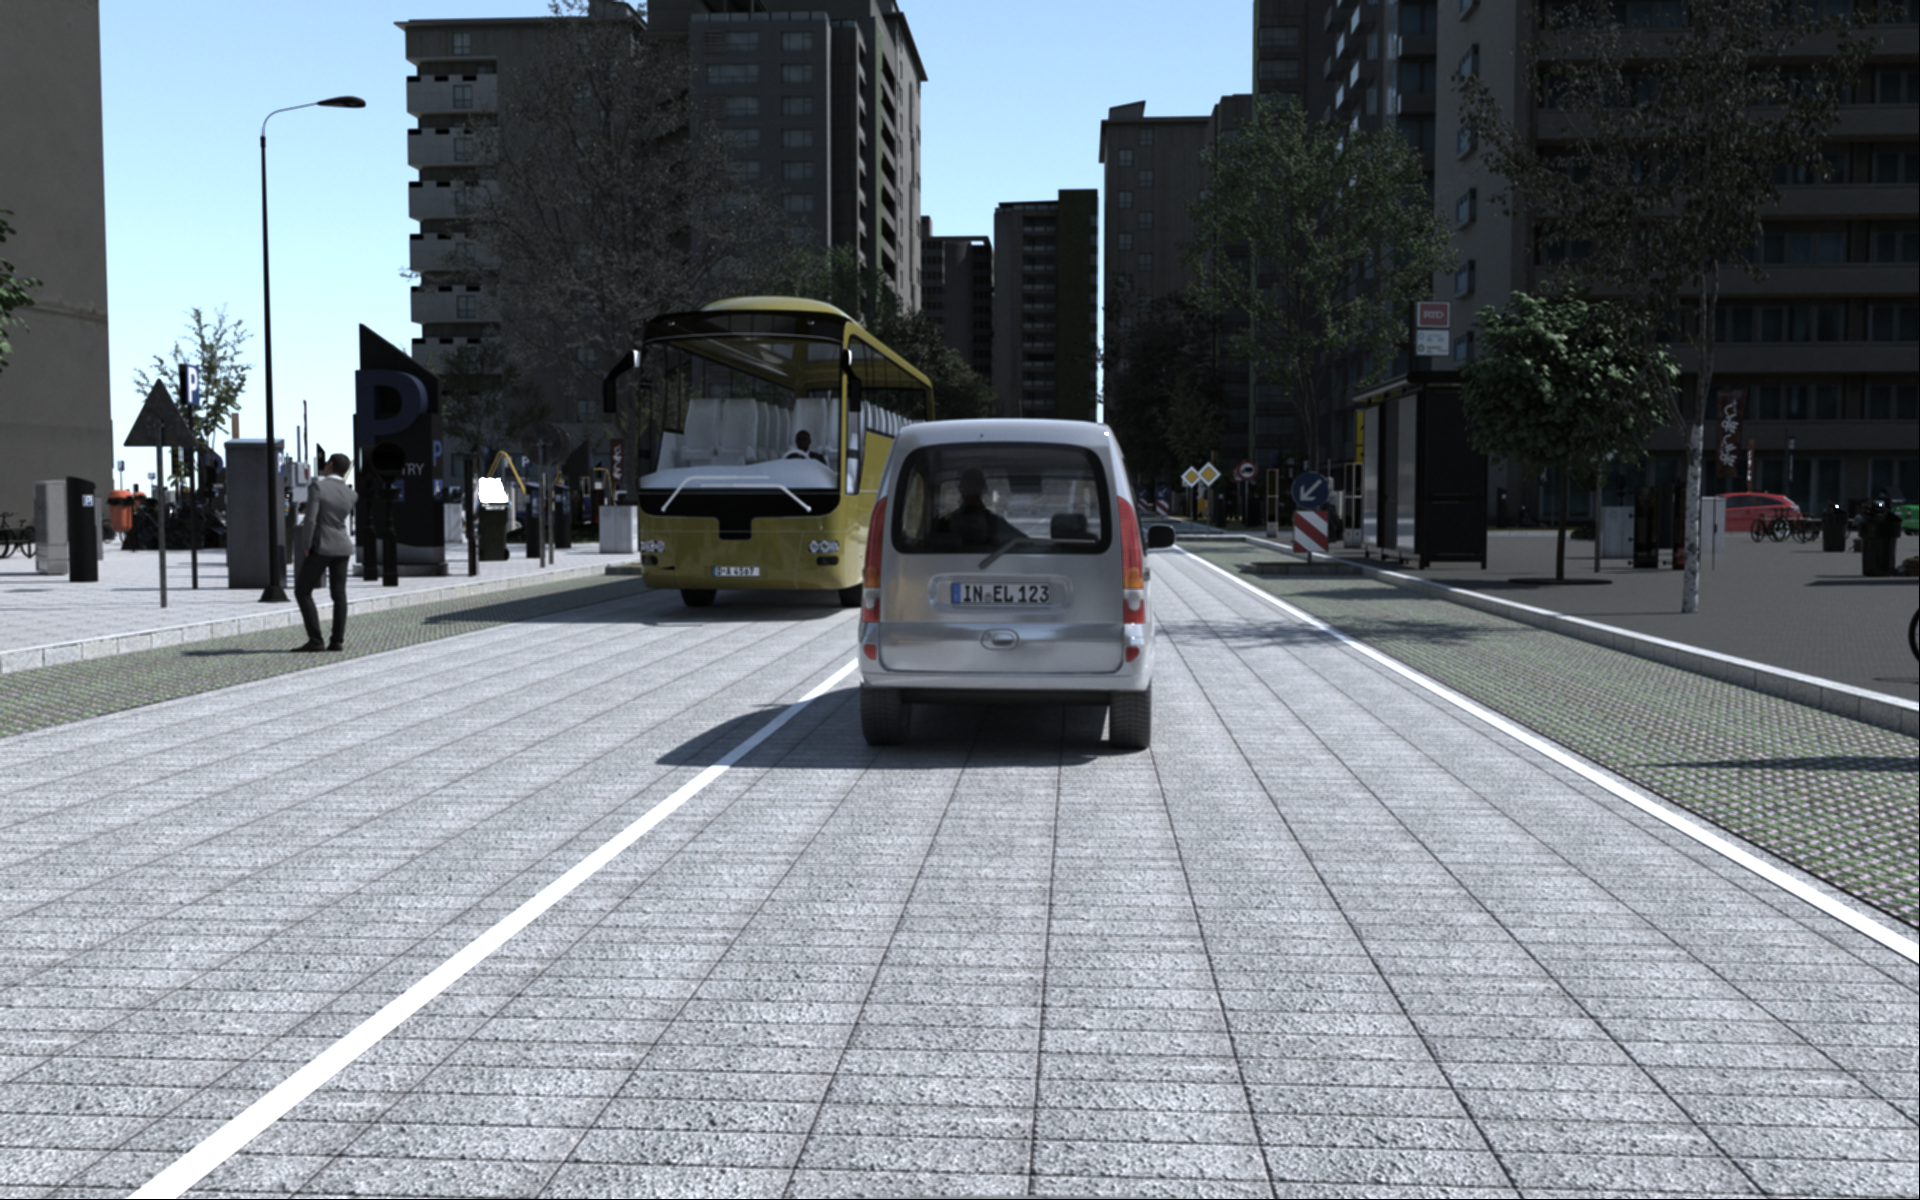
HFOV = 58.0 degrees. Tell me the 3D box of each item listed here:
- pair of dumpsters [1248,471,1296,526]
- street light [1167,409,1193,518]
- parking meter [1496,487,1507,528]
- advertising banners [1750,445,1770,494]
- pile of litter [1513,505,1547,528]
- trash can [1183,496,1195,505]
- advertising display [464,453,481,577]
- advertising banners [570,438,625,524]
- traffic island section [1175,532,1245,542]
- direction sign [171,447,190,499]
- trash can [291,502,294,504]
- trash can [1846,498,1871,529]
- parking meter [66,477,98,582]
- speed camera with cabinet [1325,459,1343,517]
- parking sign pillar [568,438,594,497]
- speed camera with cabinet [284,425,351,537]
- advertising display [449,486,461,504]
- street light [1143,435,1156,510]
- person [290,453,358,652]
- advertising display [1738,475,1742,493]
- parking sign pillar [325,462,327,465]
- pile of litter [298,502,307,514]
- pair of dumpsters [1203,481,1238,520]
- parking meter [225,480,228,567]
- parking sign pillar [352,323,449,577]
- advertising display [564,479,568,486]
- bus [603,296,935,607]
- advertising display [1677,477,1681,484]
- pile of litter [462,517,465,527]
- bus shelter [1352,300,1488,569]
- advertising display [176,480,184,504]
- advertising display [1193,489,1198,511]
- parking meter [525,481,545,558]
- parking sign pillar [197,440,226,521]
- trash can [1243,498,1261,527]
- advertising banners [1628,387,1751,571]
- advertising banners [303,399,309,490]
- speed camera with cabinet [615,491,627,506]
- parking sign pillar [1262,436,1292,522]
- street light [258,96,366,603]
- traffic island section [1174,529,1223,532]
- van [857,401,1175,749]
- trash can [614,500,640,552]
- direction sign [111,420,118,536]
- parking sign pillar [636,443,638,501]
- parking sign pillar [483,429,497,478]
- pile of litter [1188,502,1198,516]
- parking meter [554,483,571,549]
[{"bbox_3d":[12.850,-4.217,71.443,1.574,2.255,4.437,0,4,4],"label":"pair of dumpsters"},{"bbox_3d":[11.963,-7.443,94.240,1.470,5.913,1.316,0,4,4],"label":"street light"},{"bbox_3d":[20.459,-3.486,65.401,0.372,1.533,0.369,0,3,0],"label":"parking meter"},{"bbox_3d":[28.419,-4.008,61.713,2.074,3.025,0.090,-3,5,-43],"label":"advertising banners"},{"bbox_3d":[22.008,-3.238,66.900,1.176,0.858,1.719,0,4,3],"label":"pile of litter"},{"bbox_3d":[14.060,-5.776,106.084,0.748,1.137,0.748,0,3,0],"label":"trash can"},{"bbox_3d":[-7.687,-1.353,27.334,0.123,1.923,0.974,-1,4,-9],"label":"advertising display"},{"bbox_3d":[-11.463,-3.576,54.649,2.074,3.025,0.090,1,4,18],"label":"advertising banners"},{"bbox_3d":[7.632,-1.888,53.150,2.009,0.180,2.903,0,4,4],"label":"traffic island section"},{"bbox_3d":[-35.577,-5.332,79.172,0.876,3.537,0.379,0,4,-1],"label":"direction sign"},{"bbox_3d":[-30.286,-4.064,78.106,0.748,1.137,0.748,0,3,0],"label":"trash can"},{"bbox_3d":[30.897,-2.932,59.598,0.748,1.137,0.748,0,3,0],"label":"trash can"},{"bbox_3d":[-12.834,-1.035,25.326,0.372,1.533,0.369,0,3,0],"label":"parking meter"},{"bbox_3d":[21.197,-6.344,98.066,2.038,3.252,0.660,-3,4,-37],"label":"speed camera with cabinet"},{"bbox_3d":[-18.488,-5.871,84.458,1.447,3.967,1.447,2,4,31],"label":"parking sign pillar"},{"bbox_3d":[-18.836,-3.440,50.587,0.660,3.252,2.038,2,4,30],"label":"speed camera with cabinet"},{"bbox_3d":[-40.191,-8.113,137.855,0.974,1.923,0.123,0,4,-3],"label":"advertising display"},{"bbox_3d":[14.699,-9.990,135.879,1.470,5.913,1.316,0,4,4],"label":"street light"},{"bbox_3d":[-5.761,-0.429,15.697,0.592,1.802,0.473,-3,5,-44],"label":"person"},{"bbox_3d":[26.853,-3.329,59.651,0.123,1.923,0.974,2,4,25],"label":"advertising display"},{"bbox_3d":[-48.579,-8.884,133.732,1.447,3.967,1.447,-1,4,-18],"label":"parking sign pillar"},{"bbox_3d":[-42.125,-5.925,110.841,1.719,0.858,1.176,2,4,25],"label":"pile of litter"},{"bbox_3d":[13.246,-5.202,87.545,1.574,2.255,4.437,0,4,4],"label":"pair of dumpsters"},{"bbox_3d":[-12.764,-1.356,30.579,0.372,1.533,0.369,0,3,0],"label":"parking meter"},{"bbox_3d":[-8.828,-2.370,27.227,1.447,3.967,1.447,0,4,8],"label":"parking sign pillar"},{"bbox_3d":[-16.855,-4.217,74.164,0.123,1.923,0.974,-1,4,-14],"label":"advertising display"},{"bbox_3d":[-2.123,-2.065,25.305,2.896,3.916,12.252,0,4,4],"label":"bus"},{"bbox_3d":[26.762,-3.628,64.537,0.123,1.923,0.974,2,4,24],"label":"advertising display"},{"bbox_3d":[-19.843,-3.237,66.883,1.176,0.858,1.719,3,5,40],"label":"pile of litter"},{"bbox_3d":[8.944,-3.425,33.634,2.179,5.291,8.768,0,4,4],"label":"bus shelter"},{"bbox_3d":[-37.086,-4.718,82.349,0.123,1.923,0.974,-1,4,-10],"label":"advertising display"},{"bbox_3d":[15.946,-6.724,115.156,0.974,1.923,0.123,0,4,-7],"label":"advertising display"},{"bbox_3d":[-8.531,-1.614,34.796,0.372,1.533,0.369,0,3,0],"label":"parking meter"},{"bbox_3d":[-36.142,-5.822,83.667,1.447,3.967,1.447,2,4,24],"label":"parking sign pillar"},{"bbox_3d":[11.387,-3.414,67.465,0.748,1.137,0.748,0,3,0],"label":"trash can"},{"bbox_3d":[12.306,-2.027,29.329,0.090,3.025,2.074,-3,4,-36],"label":"advertising banners"},{"bbox_3d":[-12.388,-2.253,33.029,0.090,3.025,2.074,-1,4,-15],"label":"advertising banners"},{"bbox_3d":[-16.234,-5.645,86.636,2.038,3.252,0.660,-1,4,-10],"label":"speed camera with cabinet"},{"bbox_3d":[14.721,-5.626,80.463,1.447,3.967,1.447,1,4,9],"label":"parking sign pillar"},{"bbox_3d":[-7.630,-2.928,20.407,1.470,5.913,1.316,0,4,4],"label":"street light"},{"bbox_3d":[8.180,-2.375,61.116,2.009,0.180,2.903,0,4,4],"label":"traffic island section"},{"bbox_3d":[0.394,-0.255,11.177,2.013,2.044,4.112,0,4,5],"label":"van"},{"bbox_3d":[-7.358,-1.652,38.661,0.748,1.137,0.748,0,3,0],"label":"trash can"},{"bbox_3d":[-26.081,-3.736,53.076,0.379,3.537,0.876,-3,5,-43],"label":"direction sign"},{"bbox_3d":[-11.270,-4.553,62.914,1.447,3.967,1.447,-3,4,-36],"label":"parking sign pillar"},{"bbox_3d":[-19.390,-5.081,71.552,1.447,3.967,1.447,-1,4,-18],"label":"parking sign pillar"},{"bbox_3d":[13.422,-5.231,99.488,1.719,0.858,1.176,-2,4,-35],"label":"pile of litter"},{"bbox_3d":[-9.361,-1.981,40.792,0.372,1.533,0.369,0,3,0],"label":"parking meter"}]
